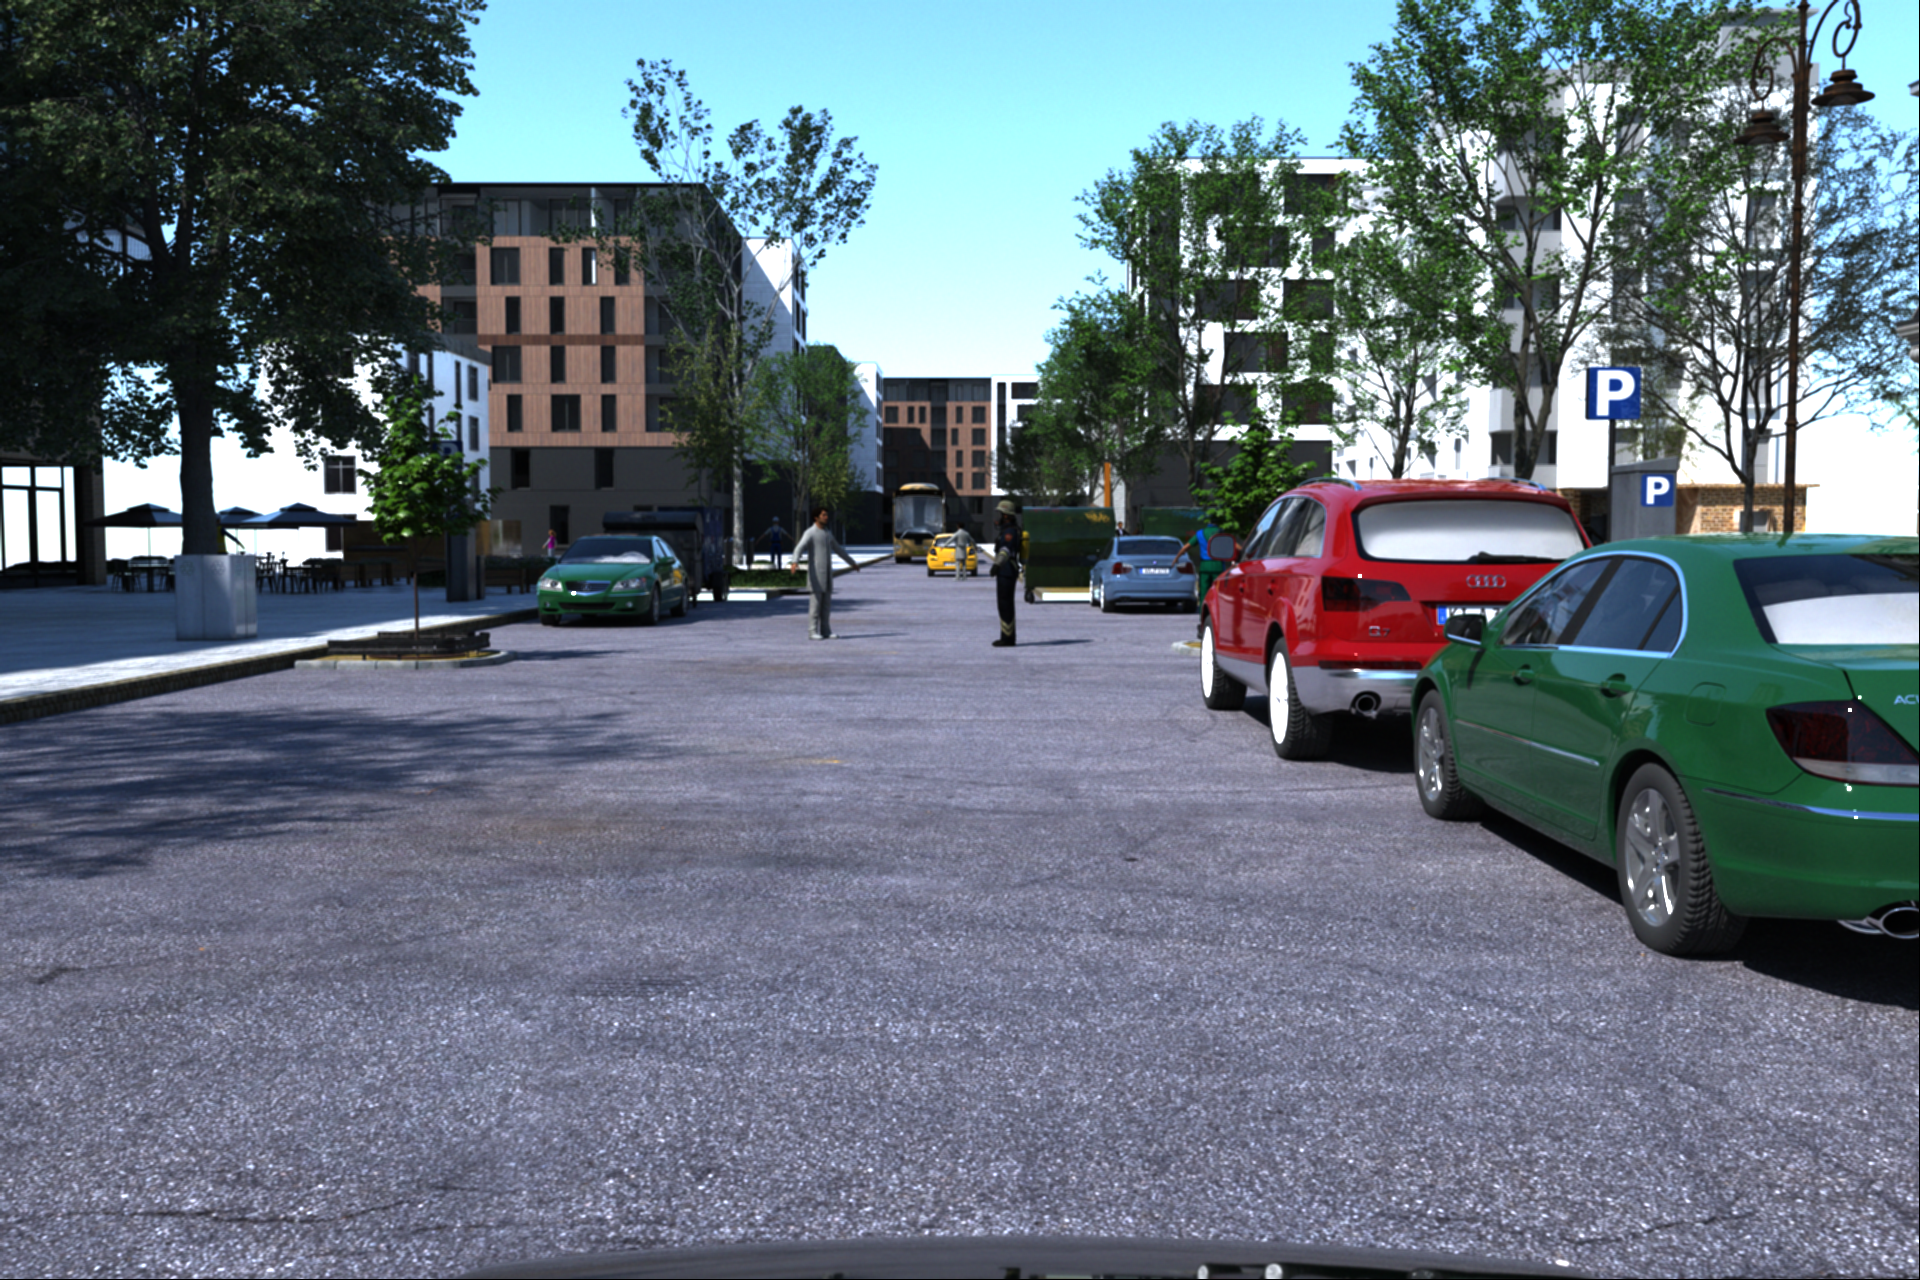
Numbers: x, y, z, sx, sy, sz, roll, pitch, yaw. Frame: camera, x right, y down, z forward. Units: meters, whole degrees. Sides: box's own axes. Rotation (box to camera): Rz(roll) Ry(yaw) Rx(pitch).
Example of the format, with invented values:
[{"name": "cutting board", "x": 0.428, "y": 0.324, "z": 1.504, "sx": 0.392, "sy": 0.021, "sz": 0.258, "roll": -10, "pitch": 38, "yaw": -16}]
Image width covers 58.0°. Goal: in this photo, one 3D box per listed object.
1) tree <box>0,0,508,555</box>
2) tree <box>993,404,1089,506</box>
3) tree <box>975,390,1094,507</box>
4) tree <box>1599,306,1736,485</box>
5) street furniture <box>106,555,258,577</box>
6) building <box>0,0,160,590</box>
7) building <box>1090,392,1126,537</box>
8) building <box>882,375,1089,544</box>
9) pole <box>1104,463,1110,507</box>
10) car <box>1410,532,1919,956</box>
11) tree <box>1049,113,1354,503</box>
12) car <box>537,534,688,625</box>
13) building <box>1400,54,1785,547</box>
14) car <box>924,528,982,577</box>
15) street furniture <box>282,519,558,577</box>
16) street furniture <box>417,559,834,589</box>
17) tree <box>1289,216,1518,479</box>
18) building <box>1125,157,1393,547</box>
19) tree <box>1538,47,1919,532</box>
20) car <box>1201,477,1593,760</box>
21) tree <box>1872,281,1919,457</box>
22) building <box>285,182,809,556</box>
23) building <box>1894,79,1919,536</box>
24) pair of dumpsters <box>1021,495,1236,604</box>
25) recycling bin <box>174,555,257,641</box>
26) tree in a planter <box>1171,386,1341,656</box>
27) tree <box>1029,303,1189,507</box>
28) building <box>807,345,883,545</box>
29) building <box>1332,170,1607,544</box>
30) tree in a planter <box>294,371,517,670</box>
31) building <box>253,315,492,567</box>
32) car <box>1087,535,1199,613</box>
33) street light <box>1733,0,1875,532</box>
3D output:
[{"name": "tree", "x": -11.999, "y": -7.339, "z": 26.645, "sx": 9.857, "sy": 13.997, "sz": 8.962, "roll": 0, "pitch": 3, "yaw": 0}, {"name": "tree", "x": 5.920, "y": -11.590, "z": 123.910, "sx": 7.601, "sy": 10.594, "sz": 8.767, "roll": 1, "pitch": 4, "yaw": 15}, {"name": "tree", "x": 6.547, "y": -14.299, "z": 144.156, "sx": 12.009, "sy": 13.543, "sz": 11.850, "roll": 0, "pitch": 3, "yaw": 0}, {"name": "tree", "x": 21.685, "y": -6.408, "z": 55.126, "sx": 4.360, "sy": 8.622, "sz": 3.978, "roll": 0, "pitch": 3, "yaw": 0}, {"name": "street furniture", "x": -26.440, "y": -2.459, "z": 55.831, "sx": 5.734, "sy": 0.657, "sz": 10.072, "roll": 0, "pitch": 4, "yaw": 2}, {"name": "building", "x": -31.559, "y": -13.314, "z": 24.263, "sx": 21.656, "sy": 26.213, "sz": 47.522, "roll": 0, "pitch": 4, "yaw": 0}, {"name": "building", "x": 22.941, "y": -19.172, "z": 179.916, "sx": 16.747, "sy": 18.905, "sz": 31.486, "roll": 0, "pitch": 4, "yaw": 0}, {"name": "building", "x": 1.879, "y": -23.756, "z": 234.838, "sx": 32.646, "sy": 21.610, "sz": 27.936, "roll": 0, "pitch": 3, "yaw": 0}, {"name": "pole", "x": 4.220, "y": -3.416, "z": 49.697, "sx": 0.158, "sy": 3.312, "sz": 0.155, "roll": 0, "pitch": 3, "yaw": 0}, {"name": "car", "x": 3.275, "y": 0.274, "z": 7.317, "sx": 2.131, "sy": 1.459, "sz": 4.920, "roll": 0, "pitch": 3, "yaw": 0}, {"name": "tree", "x": 6.026, "y": -7.214, "z": 43.696, "sx": 9.928, "sy": 11.665, "sz": 9.643, "roll": 0, "pitch": 3, "yaw": 0}, {"name": "car", "x": -5.665, "y": -1.032, "z": 28.665, "sx": 2.131, "sy": 1.459, "sz": 4.920, "roll": 0, "pitch": 4, "yaw": 0}, {"name": "building", "x": 24.444, "y": -13.347, "z": 74.646, "sx": 16.016, "sy": 20.090, "sz": 11.380, "roll": 0, "pitch": 4, "yaw": 0}, {"name": "car", "x": -0.254, "y": -3.011, "z": 59.455, "sx": 2.015, "sy": 1.641, "sz": 3.980, "roll": 0, "pitch": 3, "yaw": 0}, {"name": "street furniture", "x": -15.178, "y": -2.897, "z": 54.225, "sx": 9.812, "sy": 1.723, "sz": 11.010, "roll": 0, "pitch": 4, "yaw": 4}, {"name": "street furniture", "x": -7.998, "y": -1.672, "z": 42.966, "sx": 10.072, "sy": 0.657, "sz": 5.734, "roll": 0, "pitch": 4, "yaw": 6}, {"name": "tree", "x": 14.217, "y": -7.968, "z": 56.036, "sx": 9.928, "sy": 11.665, "sz": 9.643, "roll": 0, "pitch": 3, "yaw": 0}, {"name": "building", "x": 24.260, "y": -16.302, "z": 110.506, "sx": 27.936, "sy": 21.610, "sz": 32.646, "roll": 0, "pitch": 3, "yaw": 0}, {"name": "tree", "x": 20.047, "y": -8.168, "z": 43.918, "sx": 12.009, "sy": 13.543, "sz": 11.850, "roll": 0, "pitch": 3, "yaw": 0}, {"name": "car", "x": 3.026, "y": -0.237, "z": 12.541, "sx": 2.281, "sy": 1.827, "sz": 5.304, "roll": 0, "pitch": 4, "yaw": 0}, {"name": "tree", "x": 28.417, "y": -6.155, "z": 51.004, "sx": 4.360, "sy": 8.622, "sz": 3.978, "roll": 0, "pitch": 3, "yaw": 0}, {"name": "building", "x": -25.474, "y": -16.713, "z": 117.230, "sx": 27.936, "sy": 21.610, "sz": 32.646, "roll": 0, "pitch": 4, "yaw": 0}, {"name": "building", "x": 26.940, "y": -14.759, "z": 27.208, "sx": 13.634, "sy": 28.700, "sz": 20.117, "roll": 0, "pitch": 4, "yaw": 0}, {"name": "pair of dumpsters", "x": 3.457, "y": -1.901, "z": 36.038, "sx": 4.436, "sy": 2.255, "sz": 1.574, "roll": 0, "pitch": 4, "yaw": -1}, {"name": "recycling bin", "x": -9.080, "y": -0.526, "z": 21.146, "sx": 0.722, "sy": 1.027, "sz": 0.722, "roll": 0, "pitch": 4, "yaw": 0}, {"name": "tree in a planter", "x": 3.613, "y": -1.452, "z": 20.965, "sx": 1.991, "sy": 3.239, "sz": 1.994, "roll": 0, "pitch": 4, "yaw": -1}, {"name": "tree", "x": 6.704, "y": -9.317, "z": 78.087, "sx": 9.928, "sy": 11.665, "sz": 9.643, "roll": 0, "pitch": 3, "yaw": 0}, {"name": "building", "x": -23.942, "y": -22.022, "z": 204.029, "sx": 27.936, "sy": 21.610, "sz": 32.646, "roll": 0, "pitch": 4, "yaw": 1}, {"name": "building", "x": 25.016, "y": -14.370, "z": 91.365, "sx": 16.016, "sy": 20.090, "sz": 11.380, "roll": 0, "pitch": 4, "yaw": 0}, {"name": "tree in a planter", "x": -6.056, "y": -1.345, "z": 19.216, "sx": 1.991, "sy": 3.239, "sz": 1.994, "roll": 0, "pitch": 4, "yaw": 1}, {"name": "building", "x": -26.191, "y": -8.443, "z": 80.196, "sx": 9.099, "sy": 9.664, "sz": 28.070, "roll": 0, "pitch": 4, "yaw": 0}, {"name": "car", "x": 3.448, "y": -1.273, "z": 32.817, "sx": 2.014, "sy": 1.417, "sz": 4.499, "roll": 0, "pitch": 3, "yaw": 0}, {"name": "street light", "x": 7.172, "y": -2.575, "z": 14.894, "sx": 0.468, "sy": 5.910, "sz": 1.993, "roll": 0, "pitch": 3, "yaw": 0}]
